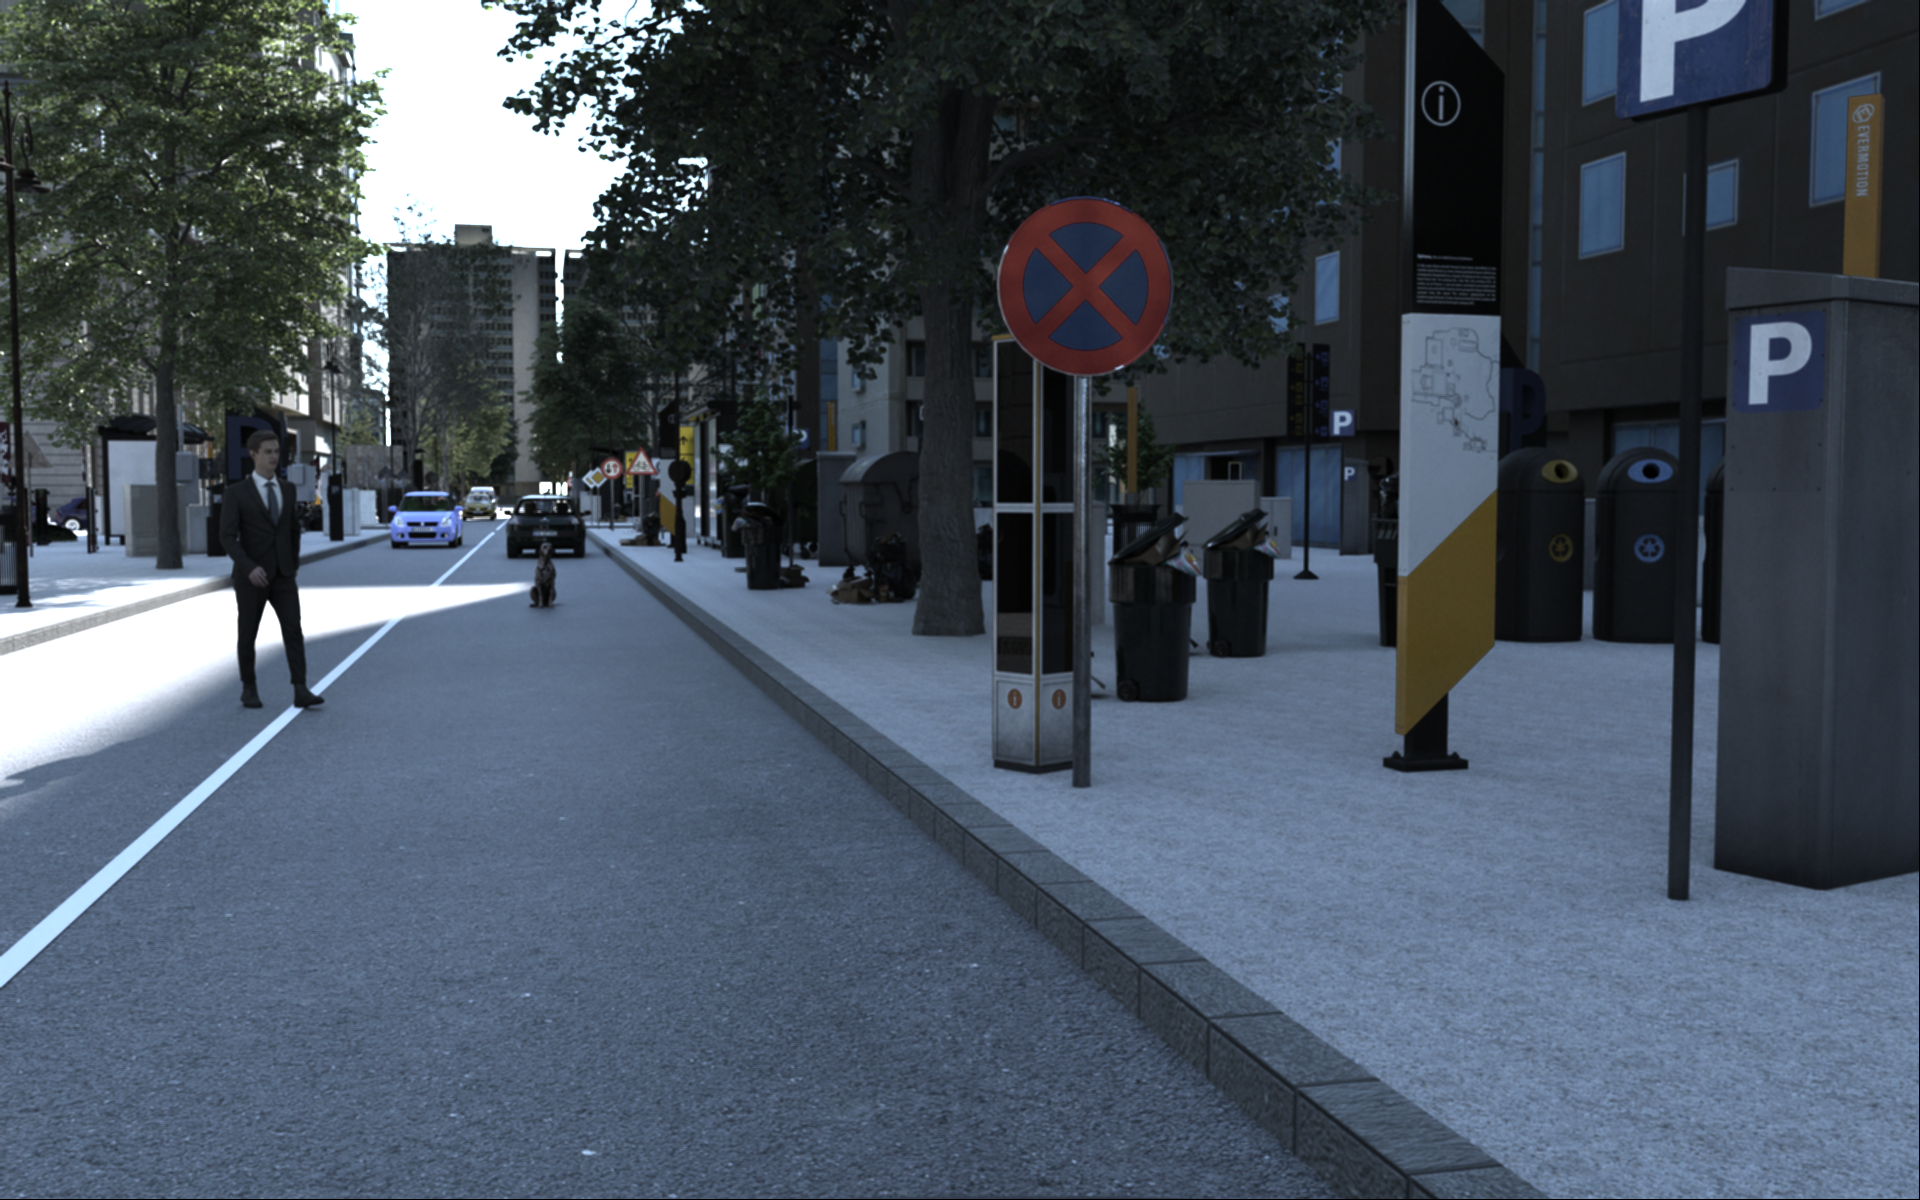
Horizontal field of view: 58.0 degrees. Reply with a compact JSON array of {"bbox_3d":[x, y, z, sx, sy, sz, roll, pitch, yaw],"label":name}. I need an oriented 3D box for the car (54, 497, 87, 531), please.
[{"bbox_3d":[-30.444,-3.059,62.601,3.894,1.354,1.945,-1,4,-12],"label":"car"}]

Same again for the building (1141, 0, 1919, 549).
[{"bbox_3d":[13.778,-24.169,45.268,14.600,45.320,14.200,-1,4,-14],"label":"building"}]

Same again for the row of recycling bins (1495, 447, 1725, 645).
[{"bbox_3d":[6.368,-0.484,15.030,3.534,1.692,1.069,1,4,14],"label":"row of recycling bins"}]

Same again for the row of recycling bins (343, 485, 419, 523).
[{"bbox_3d":[-25.569,-4.217,76.056,3.534,1.692,1.069,-1,4,-18],"label":"row of recycling bins"}]

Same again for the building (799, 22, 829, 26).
[{"bbox_3d":[-13.841,-31.097,158.544,14.600,45.320,14.200,-1,4,-14],"label":"building"}]

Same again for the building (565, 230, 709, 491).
[{"bbox_3d":[-47.050,-34.632,258.112,23.993,40.220,32.217,-1,4,-14],"label":"building"}]

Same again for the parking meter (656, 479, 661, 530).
[{"bbox_3d":[-10.928,-3.471,62.465,0.255,1.863,0.399,2,4,30],"label":"parking meter"}]

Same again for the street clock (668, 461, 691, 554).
[{"bbox_3d":[-6.038,-2.006,37.371,0.471,2.002,0.358,2,4,33],"label":"street clock"}]

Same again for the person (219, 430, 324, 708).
[{"bbox_3d":[-4.579,-0.201,11.562,0.755,1.850,0.659,3,5,40],"label":"person"}]

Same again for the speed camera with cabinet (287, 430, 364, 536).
[{"bbox_3d":[-19.601,-3.611,53.374,2.038,3.252,0.660,0,4,1],"label":"speed camera with cabinet"}]

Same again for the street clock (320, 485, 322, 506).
[{"bbox_3d":[-51.131,-8.187,138.420,0.358,2.002,0.471,1,4,13],"label":"street clock"}]

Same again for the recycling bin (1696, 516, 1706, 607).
[{"bbox_3d":[8.309,-0.457,20.033,0.722,1.027,0.722,1,4,10],"label":"recycling bin"}]

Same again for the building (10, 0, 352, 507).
[{"bbox_3d":[-79.272,-36.230,181.599,27.495,52.752,28.713,-1,4,-14],"label":"building"}]

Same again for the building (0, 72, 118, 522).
[{"bbox_3d":[-48.544,-15.115,88.929,13.314,21.916,24.055,-1,4,-14],"label":"building"}]

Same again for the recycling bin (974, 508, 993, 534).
[{"bbox_3d":[0.438,-1.181,31.856,0.722,1.027,0.722,0,4,3],"label":"recycling bin"}]

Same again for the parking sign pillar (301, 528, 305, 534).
[{"bbox_3d":[-21.952,-4.125,55.922,1.447,3.967,1.447,-2,4,-28],"label":"parking sign pillar"}]

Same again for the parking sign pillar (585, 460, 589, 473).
[{"bbox_3d":[-27.194,-8.469,126.934,1.447,3.967,1.447,-1,4,-22],"label":"parking sign pillar"}]

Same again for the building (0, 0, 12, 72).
[{"bbox_3d":[-71.673,-34.183,148.132,28.713,52.752,27.495,-1,4,-14],"label":"building"}]

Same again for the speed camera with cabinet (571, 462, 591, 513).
[{"bbox_3d":[-21.710,-6.457,99.906,0.660,3.252,2.038,-3,4,-39],"label":"speed camera with cabinet"}]

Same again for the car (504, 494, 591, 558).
[{"bbox_3d":[-9.606,-1.866,40.300,2.009,1.686,4.222,-1,4,-12],"label":"car"}]

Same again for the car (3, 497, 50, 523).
[{"bbox_3d":[-35.001,-3.040,62.283,3.894,1.354,1.945,-1,4,-16],"label":"car"}]

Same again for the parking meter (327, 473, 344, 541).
[{"bbox_3d":[-17.125,-2.554,47.467,0.399,1.863,0.255,-1,4,-20],"label":"parking meter"}]

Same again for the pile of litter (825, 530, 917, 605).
[{"bbox_3d":[-1.103,-0.421,20.842,1.176,0.858,1.719,2,4,26],"label":"pile of litter"}]

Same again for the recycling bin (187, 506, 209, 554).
[{"bbox_3d":[-16.450,-1.517,37.351,0.722,1.027,0.722,3,5,39],"label":"recycling bin"}]

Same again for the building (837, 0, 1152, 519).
[{"bbox_3d":[4.128,-29.004,97.923,21.600,48.544,21.300,-1,4,-14],"label":"building"}]

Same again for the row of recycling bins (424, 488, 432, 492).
[{"bbox_3d":[-34.815,-6.333,110.661,1.069,1.692,3.534,-3,5,-44],"label":"row of recycling bins"}]

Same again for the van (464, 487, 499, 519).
[{"bbox_3d":[-28.203,-5.820,102.173,2.013,2.044,4.112,-1,4,-13],"label":"van"}]

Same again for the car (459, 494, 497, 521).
[{"bbox_3d":[-26.397,-5.176,94.853,2.015,1.641,3.980,-1,4,-15],"label":"car"}]

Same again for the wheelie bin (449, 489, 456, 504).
[{"bbox_3d":[-34.703,-6.675,117.046,0.980,1.594,0.693,3,4,37],"label":"wheelie bin"}]

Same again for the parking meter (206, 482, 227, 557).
[{"bbox_3d":[-15.322,-1.668,35.683,0.372,1.533,0.369,0,3,0],"label":"parking meter"}]

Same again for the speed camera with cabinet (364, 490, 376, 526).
[{"bbox_3d":[-24.479,-4.586,69.315,2.038,3.252,0.660,-3,5,-44],"label":"speed camera with cabinet"}]

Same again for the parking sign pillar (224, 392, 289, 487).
[{"bbox_3d":[-17.713,-3.362,43.444,1.447,3.967,1.447,-1,4,-18],"label":"parking sign pillar"}]

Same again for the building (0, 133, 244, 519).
[{"bbox_3d":[-54.582,-16.537,112.174,13.314,21.916,24.055,-1,4,-14],"label":"building"}]

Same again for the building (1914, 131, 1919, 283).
[{"bbox_3d":[18.420,-22.843,23.590,14.600,45.320,14.200,-1,4,-14],"label":"building"}]

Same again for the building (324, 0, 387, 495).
[{"bbox_3d":[-96.036,-56.593,237.972,31.000,86.520,22.319,-1,4,-14],"label":"building"}]

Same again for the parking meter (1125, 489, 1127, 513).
[{"bbox_3d":[7.573,-4.404,77.711,0.255,1.863,0.399,-3,4,-37],"label":"parking meter"}]

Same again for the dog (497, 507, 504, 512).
[{"bbox_3d":[-37.277,-7.337,140.150,0.748,0.427,0.550,-2,4,-25],"label":"dog"}]

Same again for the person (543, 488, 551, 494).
[{"bbox_3d":[-24.186,-5.671,101.406,0.592,1.802,0.473,1,4,9],"label":"person"}]

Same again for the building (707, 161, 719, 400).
[{"bbox_3d":[-17.489,-31.937,172.279,14.600,45.320,14.200,-1,4,-14],"label":"building"}]

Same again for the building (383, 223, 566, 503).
[{"bbox_3d":[-70.445,-34.245,251.779,23.993,40.220,32.217,-1,4,-14],"label":"building"}]

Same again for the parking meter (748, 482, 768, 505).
[{"bbox_3d":[-3.870,-1.515,33.174,0.372,1.533,0.369,0,3,0],"label":"parking meter"}]

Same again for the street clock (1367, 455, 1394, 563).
[{"bbox_3d":[7.829,-1.695,32.282,0.471,2.002,0.358,1,4,11],"label":"street clock"}]

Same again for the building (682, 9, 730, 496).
[{"bbox_3d":[-19.455,-53.889,193.762,22.319,86.520,31.000,-1,4,-14],"label":"building"}]

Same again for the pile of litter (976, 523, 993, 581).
[{"bbox_3d":[0.244,-0.738,26.030,1.719,0.858,1.176,-1,4,-20],"label":"pile of litter"}]

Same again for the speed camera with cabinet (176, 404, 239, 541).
[{"bbox_3d":[-16.732,-2.713,38.697,2.038,3.252,0.660,-3,5,-43],"label":"speed camera with cabinet"}]

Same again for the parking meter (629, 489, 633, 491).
[{"bbox_3d":[-27.181,-8.399,143.027,0.255,1.863,0.399,0,4,6],"label":"parking meter"}]

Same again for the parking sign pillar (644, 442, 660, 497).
[{"bbox_3d":[-14.237,-5.646,80.780,1.447,3.967,1.447,-2,4,-25],"label":"parking sign pillar"}]

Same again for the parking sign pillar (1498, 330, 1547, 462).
[{"bbox_3d":[8.701,-2.366,27.151,1.447,3.967,1.447,-3,5,-44],"label":"parking sign pillar"}]

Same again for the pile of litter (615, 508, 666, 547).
[{"bbox_3d":[-7.896,-1.778,43.033,1.176,0.858,1.719,-1,4,-10],"label":"pile of litter"}]

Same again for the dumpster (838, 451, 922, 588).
[{"bbox_3d":[-0.934,-1.129,24.214,1.264,1.857,1.865,-1,4,-14],"label":"dumpster"}]

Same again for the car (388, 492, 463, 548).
[{"bbox_3d":[-14.479,-2.293,47.075,1.945,1.707,3.694,-1,4,-13],"label":"car"}]

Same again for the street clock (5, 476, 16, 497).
[{"bbox_3d":[-37.874,-3.953,69.203,0.358,2.002,0.471,1,4,22],"label":"street clock"}]

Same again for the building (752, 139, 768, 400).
[{"bbox_3d":[-9.872,-27.857,139.048,14.154,41.232,14.086,-1,4,-14],"label":"building"}]

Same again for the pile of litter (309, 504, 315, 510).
[{"bbox_3d":[-29.845,-4.084,80.735,1.176,0.858,1.719,-2,4,-32],"label":"pile of litter"}]

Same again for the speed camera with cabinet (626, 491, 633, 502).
[{"bbox_3d":[-18.890,-6.542,101.291,0.660,3.252,2.038,-2,4,-32],"label":"speed camera with cabinet"}]

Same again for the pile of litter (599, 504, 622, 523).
[{"bbox_3d":[-15.531,-3.929,78.198,1.719,0.858,1.176,1,4,9],"label":"pile of litter"}]

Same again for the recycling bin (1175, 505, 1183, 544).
[{"bbox_3d":[5.324,-1.666,39.800,0.722,1.027,0.722,0,4,5],"label":"recycling bin"}]

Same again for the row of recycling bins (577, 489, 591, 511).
[{"bbox_3d":[-22.857,-6.269,109.614,1.069,1.692,3.534,2,4,29],"label":"row of recycling bins"}]

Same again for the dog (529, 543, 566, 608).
[{"bbox_3d":[-5.217,-0.321,22.079,0.513,0.831,0.800,1,4,19],"label":"dog"}]
